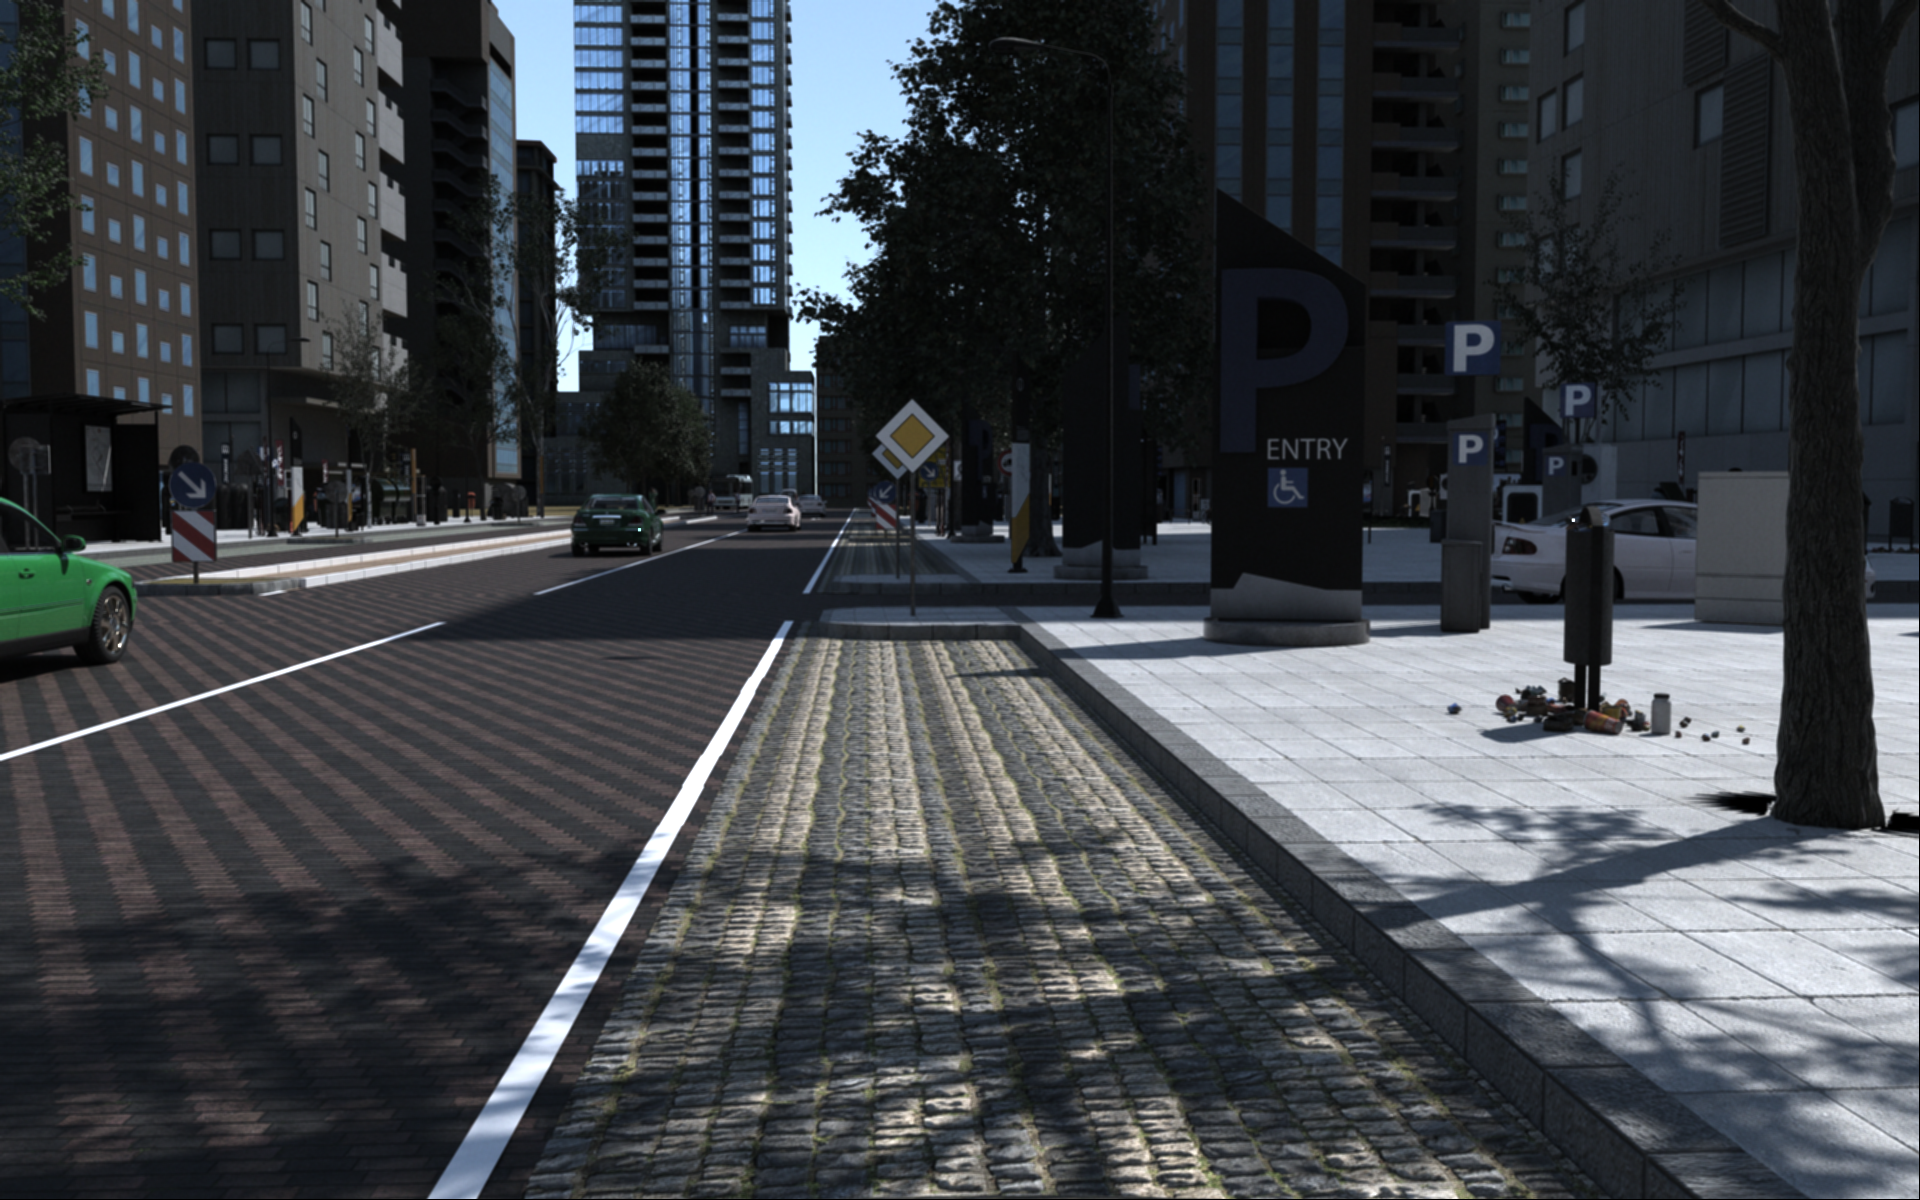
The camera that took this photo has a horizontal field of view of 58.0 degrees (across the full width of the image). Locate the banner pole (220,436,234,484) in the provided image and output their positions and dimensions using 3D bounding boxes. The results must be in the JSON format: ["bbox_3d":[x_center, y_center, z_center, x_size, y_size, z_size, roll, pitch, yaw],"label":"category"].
[{"bbox_3d":[-31.260,-5.140,74.062,0.401,3.779,0.863,1,4,22],"label":"banner pole"}]

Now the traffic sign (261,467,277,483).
[{"bbox_3d":[-26.389,-3.917,66.169,0.606,2.300,0.079,0,4,6],"label":"traffic sign"}]

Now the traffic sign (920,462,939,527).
[{"bbox_3d":[-1.202,-4.156,68.057,0.768,2.556,0.104,0,4,2],"label":"traffic sign"}]

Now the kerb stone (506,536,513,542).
[{"bbox_3d":[-13.473,-1.776,51.250,0.120,0.150,1.000,0,4,-3],"label":"kerb stone"}]

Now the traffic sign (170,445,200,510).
[{"bbox_3d":[-20.215,-2.757,45.180,0.768,2.556,0.104,0,4,0],"label":"traffic sign"}]

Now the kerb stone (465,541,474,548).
[{"bbox_3d":[-13.195,-1.465,46.140,0.120,0.150,1.000,0,4,-3],"label":"kerb stone"}]

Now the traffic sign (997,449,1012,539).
[{"bbox_3d":[1.431,-2.999,49.139,0.768,2.556,0.104,0,3,0],"label":"traffic sign"}]

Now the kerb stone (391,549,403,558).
[{"bbox_3d":[-12.794,-1.026,38.968,0.120,0.150,1.000,0,4,-3],"label":"kerb stone"}]

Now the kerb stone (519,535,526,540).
[{"bbox_3d":[-13.587,-1.895,53.291,0.120,0.150,1.000,0,4,-3],"label":"kerb stone"}]

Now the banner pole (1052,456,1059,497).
[{"bbox_3d":[4.940,-6.135,90.329,0.401,3.779,0.863,2,4,33],"label":"banner pole"}]

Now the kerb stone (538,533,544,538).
[{"bbox_3d":[-13.760,-2.088,56.361,0.120,0.150,1.000,0,4,-3],"label":"kerb stone"}]

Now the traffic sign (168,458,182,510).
[{"bbox_3d":[-23.793,-3.225,52.828,0.768,2.556,0.104,0,4,6],"label":"traffic sign"}]

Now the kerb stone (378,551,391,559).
[{"bbox_3d":[-12.732,-0.963,37.948,0.120,0.150,1.000,0,4,-3],"label":"kerb stone"}]

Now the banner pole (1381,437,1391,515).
[{"bbox_3d":[18.617,-5.251,75.871,0.401,3.779,0.863,-1,4,-20],"label":"banner pole"}]

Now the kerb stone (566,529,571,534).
[{"bbox_3d":[-14.043,-2.399,61.480,0.120,0.150,1.000,0,4,-3],"label":"kerb stone"}]

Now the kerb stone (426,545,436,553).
[{"bbox_3d":[-12.965,-1.213,42.041,0.120,0.150,1.000,0,4,-3],"label":"kerb stone"}]

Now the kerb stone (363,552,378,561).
[{"bbox_3d":[-12.669,-0.901,36.920,0.120,0.150,1.000,0,4,-3],"label":"kerb stone"}]

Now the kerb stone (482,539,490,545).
[{"bbox_3d":[-13.310,-1.587,48.184,0.120,0.150,1.000,0,4,-3],"label":"kerb stone"}]

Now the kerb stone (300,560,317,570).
[{"bbox_3d":[-12.449,-0.650,32.817,0.120,0.150,1.000,0,4,-3],"label":"kerb stone"}]

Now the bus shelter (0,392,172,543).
[{"bbox_3d":[-21.682,-3.172,43.152,1.731,3.624,6.357,0,4,-3],"label":"bus shelter"}]

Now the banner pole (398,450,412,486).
[{"bbox_3d":[-28.775,-6.095,89.674,0.863,3.779,0.401,0,4,2],"label":"banner pole"}]

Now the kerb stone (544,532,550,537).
[{"bbox_3d":[-13.818,-2.151,57.382,0.120,0.150,1.000,0,4,-3],"label":"kerb stone"}]

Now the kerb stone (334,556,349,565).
[{"bbox_3d":[-12.562,-0.775,34.864,0.120,0.150,1.000,0,4,-3],"label":"kerb stone"}]

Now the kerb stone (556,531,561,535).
[{"bbox_3d":[-13.929,-2.278,59.437,0.120,0.150,1.000,0,4,-3],"label":"kerb stone"}]

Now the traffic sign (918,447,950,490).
[{"bbox_3d":[-0.652,-4.913,74.199,2.265,3.308,0.079,0,4,1],"label":"traffic sign"}]

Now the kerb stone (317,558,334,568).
[{"bbox_3d":[-12.505,-0.711,33.837,0.120,0.150,1.000,0,4,-3],"label":"kerb stone"}]

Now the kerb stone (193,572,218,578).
[{"bbox_3d":[-12.164,-0.336,27.706,0.120,0.150,1.000,0,4,-3],"label":"kerb stone"}]

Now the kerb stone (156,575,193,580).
[{"bbox_3d":[-12.111,-0.273,26.675,0.120,0.150,1.000,0,4,-3],"label":"kerb stone"}]

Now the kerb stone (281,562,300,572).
[{"bbox_3d":[-12.393,-0.587,31.794,0.120,0.150,1.000,0,4,-3],"label":"kerb stone"}]

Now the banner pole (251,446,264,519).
[{"bbox_3d":[-36.693,-6.143,90.454,0.863,3.779,0.401,-1,4,-12],"label":"banner pole"}]

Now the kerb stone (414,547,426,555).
[{"bbox_3d":[-12.901,-1.150,41.016,0.120,0.150,1.000,0,4,-3],"label":"kerb stone"}]

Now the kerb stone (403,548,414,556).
[{"bbox_3d":[-12.854,-1.088,39.989,0.120,0.150,1.000,0,4,-3],"label":"kerb stone"}]

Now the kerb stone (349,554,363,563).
[{"bbox_3d":[-12.624,-0.838,35.899,0.120,0.150,1.000,0,4,-3],"label":"kerb stone"}]

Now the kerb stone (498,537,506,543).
[{"bbox_3d":[-13.418,-1.715,50.229,0.120,0.150,1.000,0,4,-3],"label":"kerb stone"}]

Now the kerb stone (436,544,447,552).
[{"bbox_3d":[-13.013,-1.277,43.075,0.120,0.150,1.000,0,4,-3],"label":"kerb stone"}]

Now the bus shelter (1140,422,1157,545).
[{"bbox_3d":[4.044,-3.175,45.831,2.014,3.302,5.546,0,4,-3],"label":"bus shelter"}]

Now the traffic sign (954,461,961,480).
[{"bbox_3d":[0.108,-3.108,52.943,0.606,2.300,0.079,0,4,-2],"label":"traffic sign"}]

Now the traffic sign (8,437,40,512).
[{"bbox_3d":[-20.935,-2.368,38.821,0.768,2.556,0.104,0,4,-2],"label":"traffic sign"}]

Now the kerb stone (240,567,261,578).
[{"bbox_3d":[-12.279,-0.462,29.747,0.120,0.150,1.000,0,4,-3],"label":"kerb stone"}]

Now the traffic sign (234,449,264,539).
[{"bbox_3d":[-20.329,-3.028,49.508,0.884,2.594,0.081,0,4,4],"label":"traffic sign"}]

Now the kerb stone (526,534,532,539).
[{"bbox_3d":[-13.648,-1.964,54.311,0.120,0.150,1.000,0,4,-3],"label":"kerb stone"}]

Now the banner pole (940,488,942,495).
[{"bbox_3d":[-0.779,-5.737,83.822,0.401,3.779,0.863,-3,4,-38],"label":"banner pole"}]

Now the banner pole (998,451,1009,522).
[{"bbox_3d":[2.041,-5.505,80.028,0.401,3.779,0.863,3,5,43],"label":"banner pole"}]

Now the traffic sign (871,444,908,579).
[{"bbox_3d":[-0.943,-1.378,26.167,0.795,2.450,0.064,0,4,-3],"label":"traffic sign"}]

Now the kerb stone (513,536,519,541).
[{"bbox_3d":[-13.538,-1.836,52.270,0.120,0.150,1.000,0,4,-3],"label":"kerb stone"}]

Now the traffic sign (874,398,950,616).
[{"bbox_3d":[-0.500,-0.890,18.194,0.795,2.450,0.064,0,4,-3],"label":"traffic sign"}]

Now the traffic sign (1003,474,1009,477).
[{"bbox_3d":[1.537,-3.172,51.965,0.768,2.556,0.104,0,4,2],"label":"traffic sign"}]

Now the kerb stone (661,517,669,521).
[{"bbox_3d":[-15.748,-4.280,92.178,0.120,0.150,1.000,0,4,-3],"label":"kerb stone"}]

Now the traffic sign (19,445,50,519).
[{"bbox_3d":[-19.356,-2.087,36.257,0.606,2.300,0.079,0,4,-2],"label":"traffic sign"}]

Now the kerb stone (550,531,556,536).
[{"bbox_3d":[-13.872,-2.209,58.403,0.120,0.150,1.000,0,4,-3],"label":"kerb stone"}]

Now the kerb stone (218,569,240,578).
[{"bbox_3d":[-12.228,-0.393,28.727,0.120,0.150,1.000,0,4,-3],"label":"kerb stone"}]

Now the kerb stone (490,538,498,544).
[{"bbox_3d":[-13.364,-1.649,49.208,0.120,0.150,1.000,0,4,-3],"label":"kerb stone"}]

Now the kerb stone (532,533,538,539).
[{"bbox_3d":[-13.704,-2.027,55.333,0.120,0.150,1.000,0,4,-3],"label":"kerb stone"}]

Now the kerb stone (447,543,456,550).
[{"bbox_3d":[-13.081,-1.339,44.095,0.120,0.150,1.000,0,4,-3],"label":"kerb stone"}]

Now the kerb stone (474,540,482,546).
[{"bbox_3d":[-13.255,-1.527,47.164,0.120,0.150,1.000,0,4,-3],"label":"kerb stone"}]

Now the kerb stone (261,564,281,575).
[{"bbox_3d":[-12.344,-0.518,30.768,0.120,0.150,1.000,0,4,-3],"label":"kerb stone"}]

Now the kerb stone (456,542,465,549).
[{"bbox_3d":[-13.136,-1.402,45.120,0.120,0.150,1.000,0,4,-3],"label":"kerb stone"}]

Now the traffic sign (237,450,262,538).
[{"bbox_3d":[-20.663,-3.074,50.373,0.768,2.556,0.104,0,4,5],"label":"traffic sign"}]

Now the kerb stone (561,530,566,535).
[{"bbox_3d":[-13.984,-2.340,60.458,0.120,0.150,1.000,0,4,-3],"label":"kerb stone"}]
